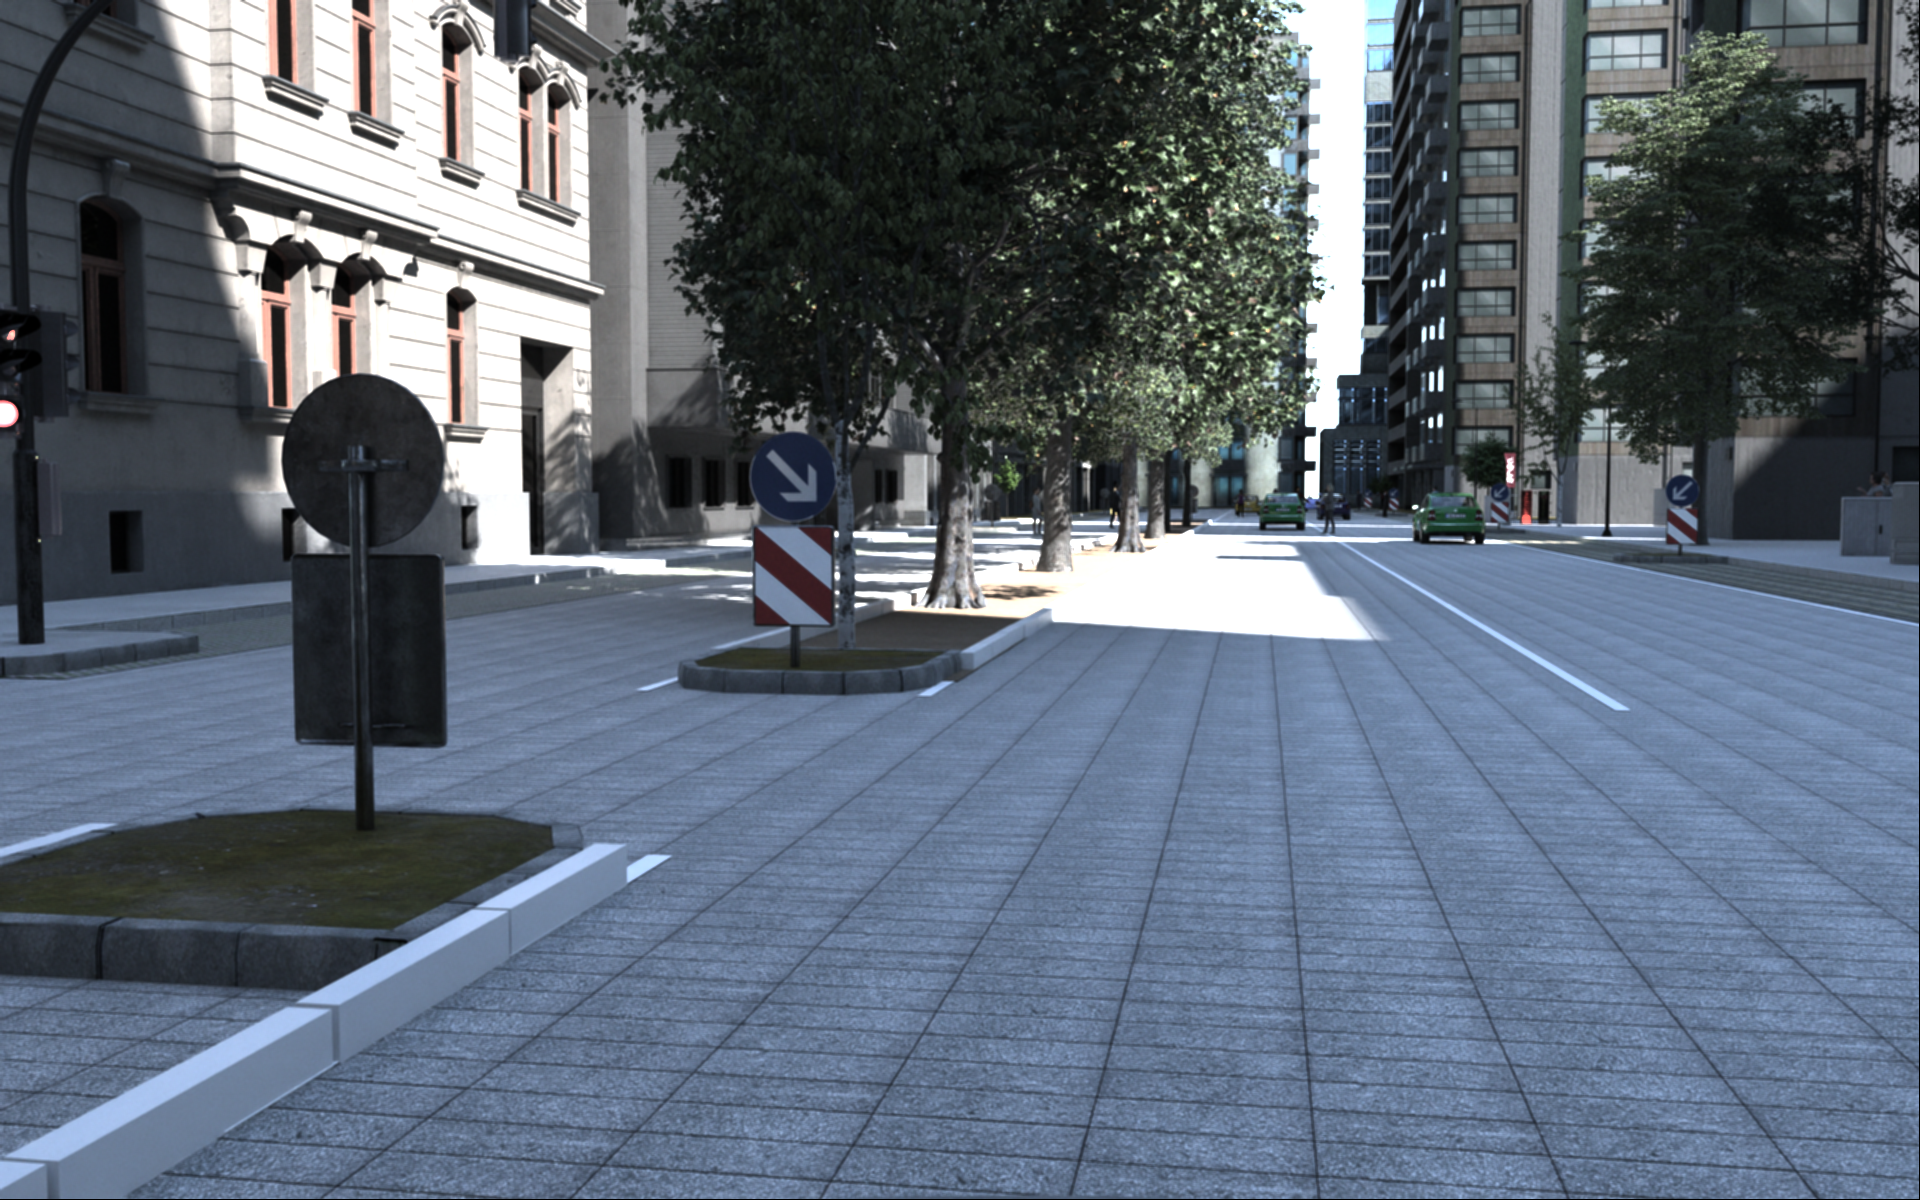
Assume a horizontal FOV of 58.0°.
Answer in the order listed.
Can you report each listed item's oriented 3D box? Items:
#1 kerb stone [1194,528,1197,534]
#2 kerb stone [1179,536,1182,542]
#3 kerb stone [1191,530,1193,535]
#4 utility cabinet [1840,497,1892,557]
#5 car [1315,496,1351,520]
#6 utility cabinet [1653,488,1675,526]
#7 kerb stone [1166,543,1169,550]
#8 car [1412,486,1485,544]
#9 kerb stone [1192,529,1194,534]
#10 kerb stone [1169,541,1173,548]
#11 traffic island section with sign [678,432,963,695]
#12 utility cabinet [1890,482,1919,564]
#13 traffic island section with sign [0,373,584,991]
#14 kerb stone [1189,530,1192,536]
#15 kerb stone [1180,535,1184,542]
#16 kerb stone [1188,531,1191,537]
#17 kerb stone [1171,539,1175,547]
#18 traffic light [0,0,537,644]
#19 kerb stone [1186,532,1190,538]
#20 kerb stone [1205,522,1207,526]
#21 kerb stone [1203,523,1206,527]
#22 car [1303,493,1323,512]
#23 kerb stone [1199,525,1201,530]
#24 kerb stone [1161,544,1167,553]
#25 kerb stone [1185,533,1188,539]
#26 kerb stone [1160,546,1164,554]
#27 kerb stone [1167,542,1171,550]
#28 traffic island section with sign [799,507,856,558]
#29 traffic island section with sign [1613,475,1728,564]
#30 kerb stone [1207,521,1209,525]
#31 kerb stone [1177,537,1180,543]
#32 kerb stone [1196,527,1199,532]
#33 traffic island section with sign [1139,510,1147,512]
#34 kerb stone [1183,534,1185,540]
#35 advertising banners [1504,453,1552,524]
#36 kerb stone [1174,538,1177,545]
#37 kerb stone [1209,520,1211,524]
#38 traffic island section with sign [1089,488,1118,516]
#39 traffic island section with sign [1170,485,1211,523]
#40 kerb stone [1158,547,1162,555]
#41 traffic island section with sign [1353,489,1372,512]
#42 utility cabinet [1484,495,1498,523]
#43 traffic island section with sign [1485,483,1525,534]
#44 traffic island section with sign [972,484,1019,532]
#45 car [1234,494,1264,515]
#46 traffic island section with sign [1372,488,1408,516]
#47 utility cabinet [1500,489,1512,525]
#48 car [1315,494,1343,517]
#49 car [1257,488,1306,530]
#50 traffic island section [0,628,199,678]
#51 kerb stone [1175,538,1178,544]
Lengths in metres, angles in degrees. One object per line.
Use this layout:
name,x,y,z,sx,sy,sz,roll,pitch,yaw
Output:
kerb stone,8.167,-2.371,61.025,0.120,0.150,1.000,1,4,10
kerb stone,6.234,-1.695,49.916,0.120,0.150,1.000,1,4,10
kerb stone,7.643,-2.190,58.001,0.120,0.150,1.000,1,4,10
utility cabinet,18.769,-1.504,35.758,1.020,1.237,0.306,1,4,18
car,20.946,-5.172,97.147,1.945,1.354,3.894,1,4,9
utility cabinet,27.887,-3.661,68.528,0.318,1.500,1.173,0,4,-5
kerb stone,5.019,-1.260,42.827,0.120,0.150,1.000,1,4,10
car,14.421,-2.594,51.202,1.959,1.807,4.718,1,4,10
kerb stone,7.819,-2.252,59.009,0.120,0.150,1.000,1,4,10
kerb stone,5.373,-1.383,44.847,0.120,0.150,1.000,1,4,10
traffic island section with sign,-1.113,-0.318,13.331,2.006,1.907,1.989,1,4,10
utility cabinet,17.525,-1.385,31.326,1.173,1.500,0.318,3,4,39
traffic island section with sign,-2.383,0.129,6.033,2.006,1.907,1.989,1,4,10
kerb stone,7.474,-2.128,56.992,0.120,0.150,1.000,1,4,10
kerb stone,6.420,-1.756,50.929,0.120,0.150,1.000,1,4,10
kerb stone,7.291,-2.061,55.987,0.120,0.150,1.000,1,4,10
kerb stone,5.550,-1.448,45.864,0.120,0.150,1.000,1,4,10
traffic light,-5.873,-2.430,14.399,4.771,5.953,1.251,1,4,10
kerb stone,7.125,-2.004,54.974,0.120,0.150,1.000,1,4,10
kerb stone,10.266,-3.116,73.148,0.120,0.150,1.000,1,4,10
kerb stone,9.906,-2.991,71.128,0.120,0.150,1.000,1,4,10
car,28.814,-7.999,140.381,1.945,1.707,3.694,1,4,11
kerb stone,9.034,-2.682,66.075,0.120,0.150,1.000,1,4,10
kerb stone,4.850,-1.200,41.813,0.120,0.150,1.000,1,4,10
kerb stone,6.941,-1.943,53.965,0.120,0.150,1.000,1,4,10
kerb stone,4.669,-1.131,40.807,0.120,0.150,1.000,1,4,10
kerb stone,5.197,-1.323,43.833,0.120,0.150,1.000,1,4,10
traffic island section with sign,-3.433,-1.873,39.247,1.989,1.847,2.006,1,4,10
traffic island section with sign,14.870,-1.698,36.391,1.989,1.847,2.006,1,4,10
kerb stone,10.609,-3.240,75.174,0.120,0.150,1.000,1,4,10
kerb stone,6.067,-1.633,48.898,0.120,0.150,1.000,1,4,10
kerb stone,8.518,-2.498,63.044,0.120,0.150,1.000,1,4,10
traffic island section with sign,14.245,-8.136,141.650,1.989,1.847,2.006,1,4,10
kerb stone,6.601,-1.817,51.935,0.120,0.150,1.000,1,4,10
advertising banners,23.962,-4.707,73.147,2.074,3.025,0.090,0,4,-3
kerb stone,5.717,-1.510,46.877,0.120,0.150,1.000,1,4,10
kerb stone,11.134,-3.425,78.212,0.120,0.150,1.000,1,4,10
traffic island section with sign,9.652,-6.511,115.087,1.989,1.847,2.006,1,4,10
traffic island section with sign,11.664,-4.847,87.379,2.006,1.907,1.989,1,4,10
kerb stone,4.492,-1.072,39.794,0.120,0.150,1.000,1,4,10
traffic island section with sign,32.595,-7.976,139.028,1.989,1.847,2.006,1,4,10
utility cabinet,23.950,-4.059,77.522,0.306,1.237,1.020,-2,4,-29
traffic island section with sign,19.505,-3.344,63.303,1.989,1.847,2.006,1,4,10
traffic island section with sign,1.232,-3.527,66.296,1.989,1.847,2.006,1,4,10
car,19.641,-6.586,117.911,2.015,1.641,3.980,1,4,10
traffic island section with sign,27.999,-6.351,112.466,1.989,1.847,2.006,1,4,10
utility cabinet,22.358,-3.817,71.091,0.318,1.500,1.173,0,4,8
car,23.224,-5.985,108.076,2.015,1.641,3.980,1,4,9
car,13.006,-3.744,70.016,1.959,1.807,4.718,1,4,9
traffic island section,-7.987,0.454,14.861,2.009,0.180,2.903,1,4,10
kerb stone,5.887,-1.571,47.892,0.120,0.150,1.000,1,4,10
